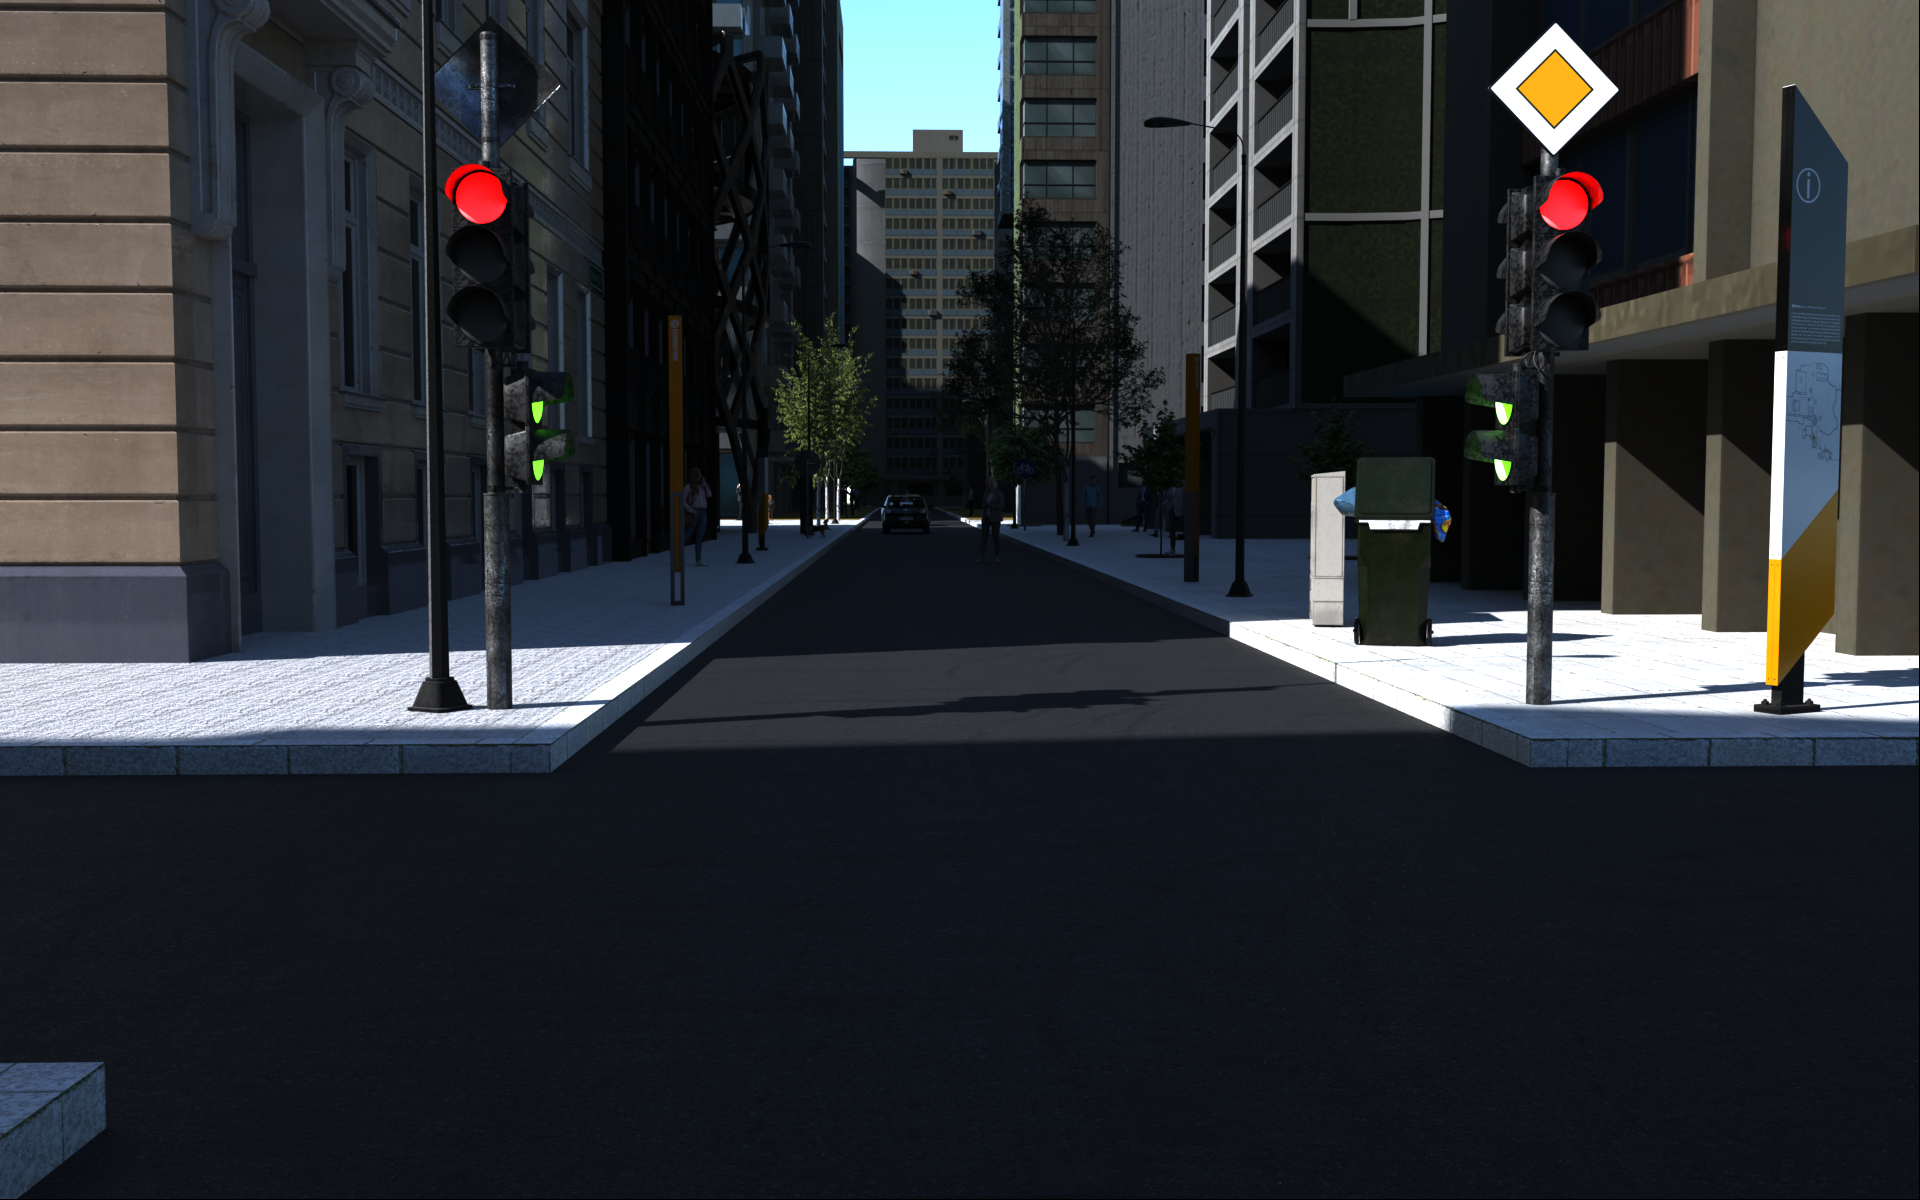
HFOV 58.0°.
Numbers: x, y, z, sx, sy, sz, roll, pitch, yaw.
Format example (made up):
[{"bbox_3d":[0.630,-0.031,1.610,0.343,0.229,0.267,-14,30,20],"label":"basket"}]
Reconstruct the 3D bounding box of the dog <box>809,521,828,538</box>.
[{"bbox_3d":[-4.209,-2.082,50.869,0.540,0.507,0.406,-2,4,-35],"label":"dog"}]

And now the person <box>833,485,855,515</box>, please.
[{"bbox_3d":[-7.072,-6.083,105.438,1.348,1.831,0.705,0,4,2],"label":"person"}]

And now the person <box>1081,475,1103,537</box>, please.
[{"bbox_3d":[3.964,-2.790,51.523,0.638,1.841,0.748,2,4,29],"label":"person"}]

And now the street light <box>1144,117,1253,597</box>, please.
[{"bbox_3d":[2.963,-2.995,21.513,1.470,5.913,1.316,0,4,-2],"label":"street light"}]

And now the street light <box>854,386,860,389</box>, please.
[{"bbox_3d":[-4.865,-6.257,74.839,1.470,5.913,1.316,0,4,-2],"label":"street light"}]

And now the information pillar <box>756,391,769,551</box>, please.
[{"bbox_3d":[-4.477,-2.933,39.302,0.183,3.616,0.504,-2,4,-26],"label":"information pillar"}]

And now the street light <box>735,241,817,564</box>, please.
[{"bbox_3d":[-3.437,-3.633,31.945,1.470,5.913,1.316,0,4,-2],"label":"street light"}]

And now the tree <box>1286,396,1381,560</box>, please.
[{"bbox_3d":[7.387,-2.421,34.186,1.663,3.219,1.824,0,3,0],"label":"tree"}]

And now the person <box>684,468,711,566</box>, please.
[{"bbox_3d":[-4.780,-1.475,30.755,0.643,1.750,0.593,3,4,35],"label":"person"}]

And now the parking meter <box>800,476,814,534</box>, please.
[{"bbox_3d":[-4.913,-3.051,55.598,0.399,1.863,0.255,-2,4,-28],"label":"parking meter"}]

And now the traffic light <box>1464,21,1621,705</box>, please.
[{"bbox_3d":[3.520,-1.319,10.480,0.839,4.253,0.868,0,4,-2],"label":"traffic light"}]

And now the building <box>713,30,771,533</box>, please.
[{"bbox_3d":[-14.831,-11.598,57.074,16.820,18.784,16.811,0,4,-2],"label":"building"}]

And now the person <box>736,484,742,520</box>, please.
[{"bbox_3d":[-10.693,-4.827,84.328,0.474,1.900,0.648,-1,4,-11],"label":"person"}]

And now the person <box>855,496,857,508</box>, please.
[{"bbox_3d":[-9.138,-9.023,154.119,0.434,1.755,0.990,0,4,3],"label":"person"}]

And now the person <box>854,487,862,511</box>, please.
[{"bbox_3d":[-7.760,-7.730,132.298,0.599,1.838,0.709,3,4,38],"label":"person"}]

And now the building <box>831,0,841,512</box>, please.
[{"bbox_3d":[-15.714,-26.830,122.267,14.154,41.232,14.086,0,4,-2],"label":"building"}]

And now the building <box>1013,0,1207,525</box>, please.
[{"bbox_3d":[9.321,-18.778,78.723,14.160,30.474,14.107,0,4,-2],"label":"building"}]

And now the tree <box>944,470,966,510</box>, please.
[{"bbox_3d":[-0.587,-8.821,138.821,1.663,3.219,1.824,0,3,0],"label":"tree"}]

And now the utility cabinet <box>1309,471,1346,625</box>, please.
[{"bbox_3d":[3.630,-0.521,17.194,0.318,1.500,1.173,1,4,10],"label":"utility cabinet"}]

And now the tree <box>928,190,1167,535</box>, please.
[{"bbox_3d":[2.832,-7.308,53.905,7.601,10.594,8.767,0,4,2],"label":"tree"}]

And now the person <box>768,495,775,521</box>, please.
[{"bbox_3d":[-9.144,-4.474,83.863,0.362,1.253,0.373,-2,4,-26],"label":"person"}]

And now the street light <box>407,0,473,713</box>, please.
[{"bbox_3d":[-2.554,-2.300,10.144,1.470,5.913,1.316,0,4,-2],"label":"street light"}]

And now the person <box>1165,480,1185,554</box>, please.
[{"bbox_3d":[4.740,-1.927,37.389,0.661,1.843,0.795,3,5,43],"label":"person"}]

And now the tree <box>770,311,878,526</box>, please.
[{"bbox_3d":[-5.763,-7.352,70.567,4.737,8.622,4.395,0,3,0],"label":"tree"}]

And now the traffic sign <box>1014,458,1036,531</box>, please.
[{"bbox_3d":[2.278,-3.702,60.639,0.768,2.556,0.104,0,4,2],"label":"traffic sign"}]

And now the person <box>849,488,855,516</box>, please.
[{"bbox_3d":[-6.469,-5.943,103.176,0.705,1.831,1.348,0,4,-5],"label":"person"}]

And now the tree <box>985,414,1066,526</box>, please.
[{"bbox_3d":[2.572,-5.240,69.383,4.285,4.588,4.351,0,3,0],"label":"tree"}]

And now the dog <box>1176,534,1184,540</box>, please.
[{"bbox_3d":[6.173,-1.849,47.965,0.550,0.427,0.748,-1,4,-23],"label":"dog"}]

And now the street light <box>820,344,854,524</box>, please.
[{"bbox_3d":[-4.123,-4.955,53.556,1.470,5.913,1.316,0,4,-2],"label":"street light"}]

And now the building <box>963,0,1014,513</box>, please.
[{"bbox_3d":[11.973,-50.771,142.777,22.319,86.520,31.000,0,4,-2],"label":"building"}]

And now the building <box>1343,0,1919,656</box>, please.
[{"bbox_3d":[20.170,-22.413,21.075,28.867,44.769,22.147,0,4,-2],"label":"building"}]

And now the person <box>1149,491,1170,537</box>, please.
[{"bbox_3d":[6.012,-2.748,51.251,0.850,1.792,0.678,-2,4,-31],"label":"person"}]

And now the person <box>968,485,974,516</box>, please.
[{"bbox_3d":[0.613,-5.810,101.052,0.705,1.823,1.348,0,4,5],"label":"person"}]

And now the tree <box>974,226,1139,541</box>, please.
[{"bbox_3d":[2.657,-5.912,47.031,4.360,8.622,3.978,0,3,0],"label":"tree"}]

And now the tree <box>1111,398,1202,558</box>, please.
[{"bbox_3d":[4.163,-2.468,34.958,1.663,3.219,1.824,0,3,0],"label":"tree"}]

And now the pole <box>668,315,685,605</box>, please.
[{"bbox_3d":[-3.261,-1.595,19.923,0.158,3.312,0.155,0,3,0],"label":"pole"}]

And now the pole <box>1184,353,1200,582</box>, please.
[{"bbox_3d":[3.385,-1.920,25.239,0.158,3.312,0.155,0,3,0],"label":"pole"}]

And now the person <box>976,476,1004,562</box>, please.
[{"bbox_3d":[0.660,-1.697,36.426,0.537,1.800,0.526,3,4,38],"label":"person"}]

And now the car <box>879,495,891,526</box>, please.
[{"bbox_3d":[-2.696,-4.101,79.049,2.014,1.417,4.499,0,4,-2],"label":"car"}]

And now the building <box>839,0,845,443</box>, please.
[{"bbox_3d":[-17.396,-30.603,150.463,14.200,45.320,14.600,0,4,-2],"label":"building"}]

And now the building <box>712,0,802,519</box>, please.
[{"bbox_3d":[-20.794,-29.352,99.511,23.786,49.044,30.456,0,4,-2],"label":"building"}]

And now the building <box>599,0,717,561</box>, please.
[{"bbox_3d":[-12.708,-12.860,39.932,12.332,23.373,15.834,0,4,-2],"label":"building"}]

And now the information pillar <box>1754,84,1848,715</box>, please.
[{"bbox_3d":[4.947,-1.148,10.131,0.504,3.616,0.183,-2,4,-26],"label":"information pillar"}]

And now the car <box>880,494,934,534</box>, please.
[{"bbox_3d":[-1.961,-3.289,63.554,2.009,1.686,4.222,0,4,-1],"label":"car"}]

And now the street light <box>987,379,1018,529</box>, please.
[{"bbox_3d":[1.484,-5.599,64.080,1.470,5.913,1.316,0,4,-2],"label":"street light"}]

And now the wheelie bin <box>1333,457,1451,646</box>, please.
[{"bbox_3d":[3.693,-0.423,14.831,0.980,1.594,0.693,1,4,16],"label":"wheelie bin"}]

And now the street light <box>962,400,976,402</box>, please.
[{"bbox_3d":[0.822,-6.901,85.366,1.470,5.913,1.316,0,4,-2],"label":"street light"}]

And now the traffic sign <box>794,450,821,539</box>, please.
[{"bbox_3d":[-4.398,-3.048,49.946,0.768,2.556,0.104,0,4,5],"label":"traffic sign"}]

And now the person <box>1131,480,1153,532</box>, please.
[{"bbox_3d":[6.226,-3.222,58.897,0.721,1.800,0.419,2,4,31],"label":"person"}]

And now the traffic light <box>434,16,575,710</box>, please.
[{"bbox_3d":[-2.737,-1.304,10.247,0.839,4.253,0.868,0,4,-2],"label":"traffic light"}]

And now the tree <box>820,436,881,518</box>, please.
[{"bbox_3d":[-6.057,-6.718,93.548,4.285,4.588,4.351,0,3,0],"label":"tree"}]

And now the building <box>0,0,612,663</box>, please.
[{"bbox_3d":[-12.407,-14.426,21.763,13.634,28.700,20.117,0,4,-2],"label":"building"}]

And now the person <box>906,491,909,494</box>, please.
[{"bbox_3d":[-4.518,-8.402,146.607,1.217,1.736,0.721,-1,4,-20],"label":"person"}]

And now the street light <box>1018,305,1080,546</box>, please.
[{"bbox_3d":[2.268,-4.297,42.798,1.470,5.913,1.316,0,4,-2],"label":"street light"}]

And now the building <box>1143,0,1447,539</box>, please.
[{"bbox_3d":[17.379,-37.561,52.370,20.563,71.187,20.611,0,4,-2],"label":"building"}]

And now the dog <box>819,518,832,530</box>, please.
[{"bbox_3d":[-4.857,-2.728,62.342,0.550,0.427,0.748,0,4,-1],"label":"dog"}]

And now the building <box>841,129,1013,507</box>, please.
[{"bbox_3d":[-2.454,-30.298,187.254,23.993,40.220,32.217,0,4,-2],"label":"building"}]
